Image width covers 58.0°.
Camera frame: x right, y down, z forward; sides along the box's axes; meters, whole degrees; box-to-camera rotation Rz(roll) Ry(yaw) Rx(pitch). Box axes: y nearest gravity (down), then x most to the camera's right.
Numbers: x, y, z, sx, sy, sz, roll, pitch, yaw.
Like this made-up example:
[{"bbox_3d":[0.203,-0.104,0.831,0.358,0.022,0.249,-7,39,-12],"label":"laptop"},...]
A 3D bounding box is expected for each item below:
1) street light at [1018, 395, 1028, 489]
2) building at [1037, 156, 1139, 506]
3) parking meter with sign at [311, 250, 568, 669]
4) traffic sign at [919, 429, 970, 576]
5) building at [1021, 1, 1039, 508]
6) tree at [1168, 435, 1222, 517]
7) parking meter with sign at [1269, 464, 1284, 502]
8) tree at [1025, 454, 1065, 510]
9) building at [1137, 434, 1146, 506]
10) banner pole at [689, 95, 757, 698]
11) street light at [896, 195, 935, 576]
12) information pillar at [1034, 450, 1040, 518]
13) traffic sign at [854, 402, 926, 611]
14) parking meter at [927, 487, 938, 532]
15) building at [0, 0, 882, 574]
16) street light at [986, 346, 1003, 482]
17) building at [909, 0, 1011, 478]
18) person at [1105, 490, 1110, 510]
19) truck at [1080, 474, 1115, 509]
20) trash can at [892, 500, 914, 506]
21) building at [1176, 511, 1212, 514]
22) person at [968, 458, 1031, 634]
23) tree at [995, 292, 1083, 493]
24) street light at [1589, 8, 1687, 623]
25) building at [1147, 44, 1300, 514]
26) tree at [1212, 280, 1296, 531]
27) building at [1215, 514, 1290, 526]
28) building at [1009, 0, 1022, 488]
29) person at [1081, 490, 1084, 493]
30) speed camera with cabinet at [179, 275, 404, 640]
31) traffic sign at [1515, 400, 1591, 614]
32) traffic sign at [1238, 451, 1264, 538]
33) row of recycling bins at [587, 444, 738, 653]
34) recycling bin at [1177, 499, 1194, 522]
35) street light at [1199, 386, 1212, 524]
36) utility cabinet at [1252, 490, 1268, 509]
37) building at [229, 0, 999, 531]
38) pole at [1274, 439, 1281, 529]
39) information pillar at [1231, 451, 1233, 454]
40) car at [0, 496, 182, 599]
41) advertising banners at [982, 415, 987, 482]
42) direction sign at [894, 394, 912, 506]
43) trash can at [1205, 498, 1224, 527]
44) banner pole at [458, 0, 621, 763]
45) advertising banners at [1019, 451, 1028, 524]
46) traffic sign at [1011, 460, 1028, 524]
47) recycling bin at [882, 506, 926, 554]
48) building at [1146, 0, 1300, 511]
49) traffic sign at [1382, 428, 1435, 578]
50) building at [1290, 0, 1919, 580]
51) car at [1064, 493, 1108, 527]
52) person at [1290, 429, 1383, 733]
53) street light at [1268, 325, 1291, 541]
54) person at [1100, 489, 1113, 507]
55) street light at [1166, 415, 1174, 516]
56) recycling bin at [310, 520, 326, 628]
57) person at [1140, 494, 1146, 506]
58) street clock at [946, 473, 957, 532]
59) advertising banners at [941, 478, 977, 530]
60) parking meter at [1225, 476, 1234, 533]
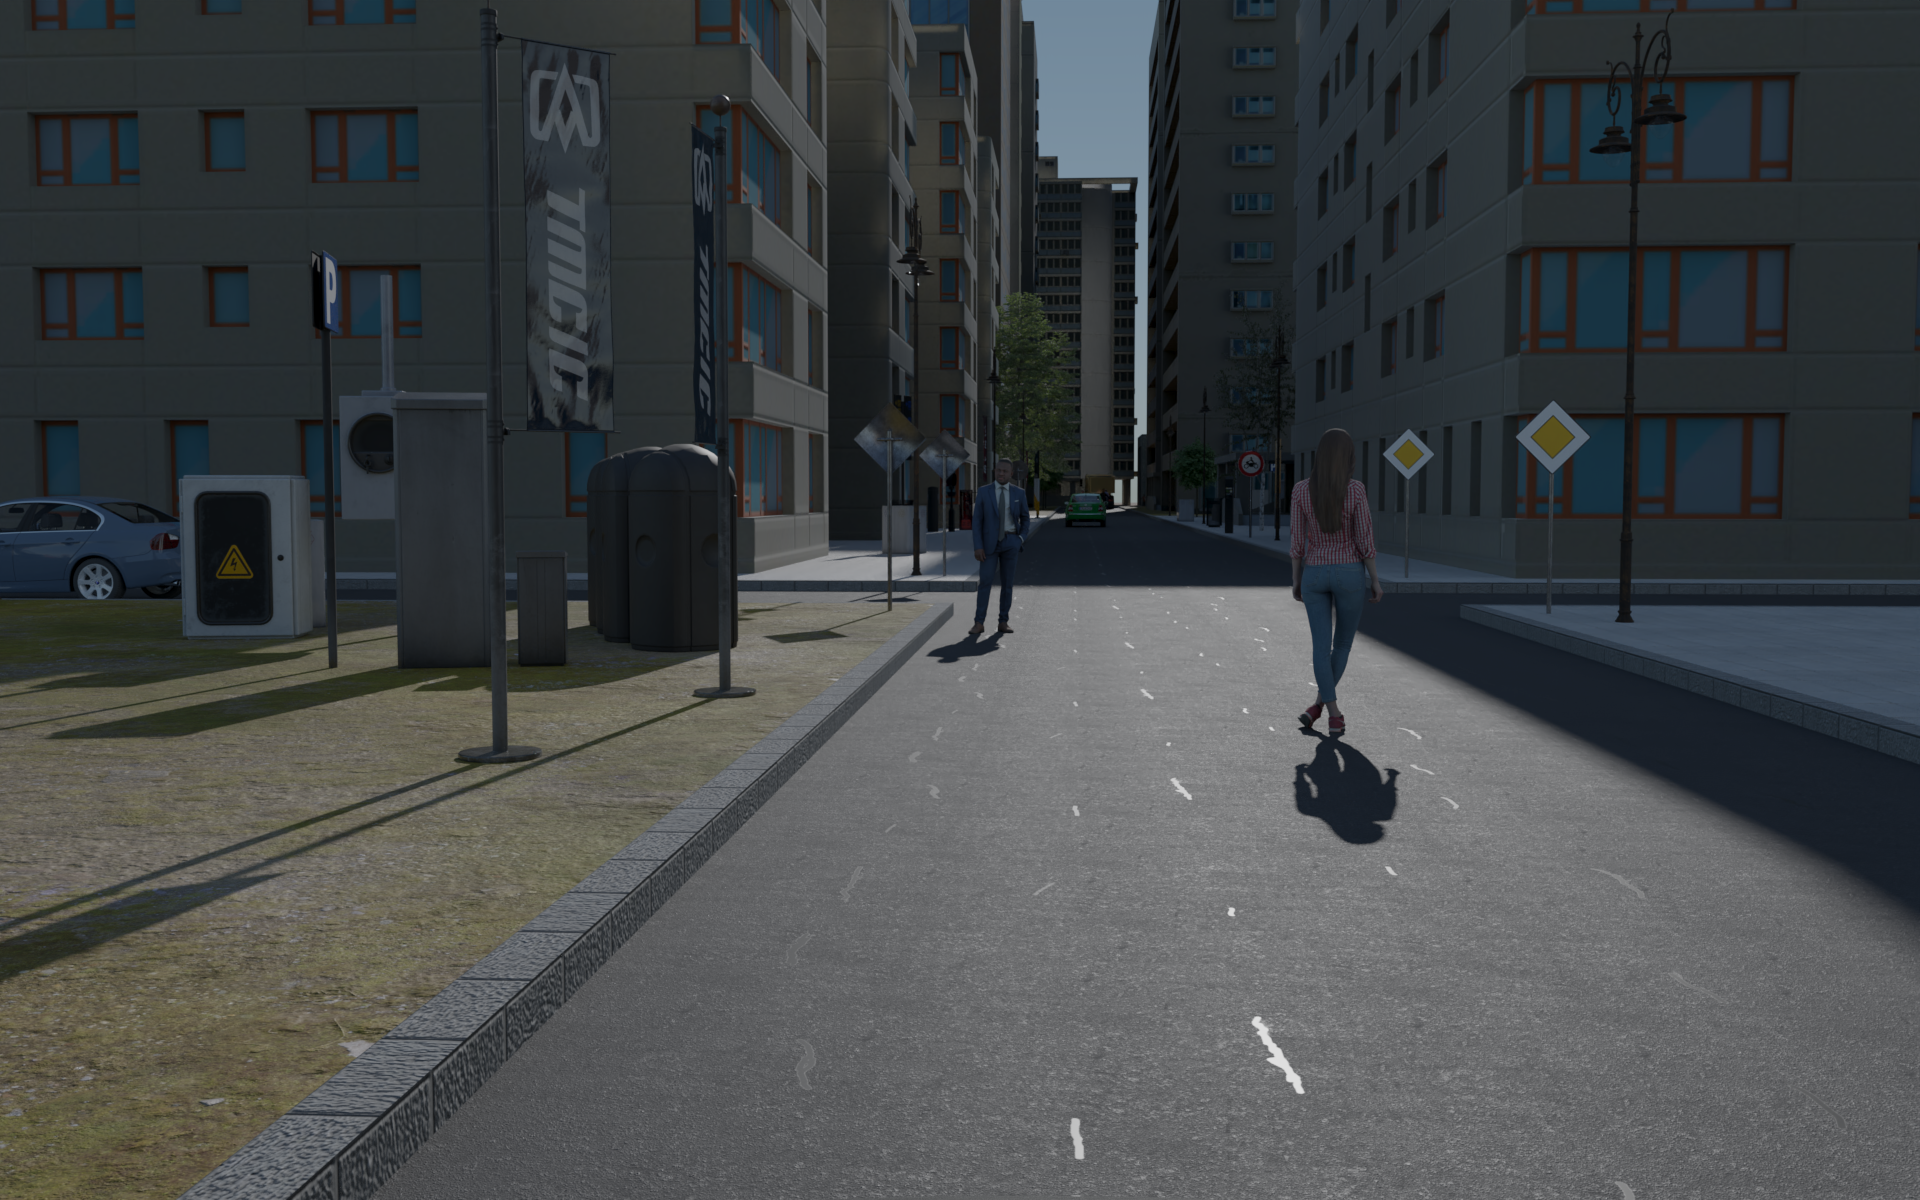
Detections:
[{"bbox_3d":[2.966,-6.623,81.081,0.468,5.910,1.993,0,4,4],"label":"street light"},{"bbox_3d":[8.596,-31.194,201.908,23.993,40.220,32.217,0,4,4],"label":"building"},{"bbox_3d":[-3.817,-1.014,12.845,1.738,3.016,0.543,-1,4,-10],"label":"parking meter with sign"},{"bbox_3d":[-0.240,-1.426,26.962,0.795,2.450,0.064,0,4,4],"label":"traffic sign"},{"bbox_3d":[-3.333,-33.203,166.572,21.600,48.544,21.300,0,4,4],"label":"building"},{"bbox_3d":[13.089,-6.880,96.200,4.285,4.588,4.351,0,3,0],"label":"tree"},{"bbox_3d":[17.049,-5.778,90.729,0.543,3.016,1.738,-3,5,-44],"label":"parking meter with sign"},{"bbox_3d":[7.521,-10.237,151.083,4.285,4.588,4.351,0,3,0],"label":"tree"},{"bbox_3d":[35.687,-53.872,193.483,31.000,86.520,22.319,0,4,4],"label":"building"},{"bbox_3d":[-1.536,-1.268,10.746,0.401,3.779,0.863,0,4,8],"label":"banner pole"},{"bbox_3d":[-0.688,-3.326,27.163,0.468,5.910,1.993,0,4,4],"label":"street light"},{"bbox_3d":[4.097,-6.168,92.202,0.183,3.616,0.504,-1,4,-22],"label":"information pillar"},{"bbox_3d":[-0.769,-0.939,18.994,0.795,2.450,0.064,0,4,4],"label":"traffic sign"},{"bbox_3d":[-0.916,-3.075,58.686,0.372,1.533,0.369,0,3,0],"label":"parking meter"},{"bbox_3d":[-16.151,-12.081,42.566,27.650,21.520,28.899,0,4,4],"label":"building"},{"bbox_3d":[1.085,-4.992,54.412,0.468,5.910,1.993,0,4,4],"label":"street light"},{"bbox_3d":[-4.012,-28.067,109.010,14.600,45.320,14.200,0,4,4],"label":"building"},{"bbox_3d":[13.133,-8.974,155.094,0.709,1.838,0.599,2,4,29],"label":"person"},{"bbox_3d":[13.374,-10.433,166.503,3.469,3.379,9.791,0,4,2],"label":"truck"},{"bbox_3d":[-1.500,-1.989,44.179,0.748,1.137,0.748,0,3,0],"label":"trash can"},{"bbox_3d":[25.143,-30.264,118.521,21.300,48.544,21.600,0,4,4],"label":"building"},{"bbox_3d":[0.391,-0.567,17.951,0.721,1.800,0.419,-1,4,-15],"label":"person"},{"bbox_3d":[3.125,-10.996,97.914,7.486,12.596,7.792,0,3,0],"label":"tree"},{"bbox_3d":[6.650,-2.714,17.154,0.468,5.910,1.993,0,4,4],"label":"street light"},{"bbox_3d":[31.836,-27.494,141.412,32.217,40.220,23.993,0,4,4],"label":"building"},{"bbox_3d":[10.595,-6.736,60.492,4.360,8.622,3.978,0,3,0],"label":"tree"},{"bbox_3d":[27.843,-23.432,75.002,32.217,40.220,23.993,0,4,4],"label":"building"},{"bbox_3d":[-2.868,-26.888,123.206,14.154,41.232,14.086,0,4,4],"label":"building"},{"bbox_3d":[8.583,-6.858,121.562,0.756,1.711,0.436,-2,4,-31],"label":"person"},{"bbox_3d":[-5.851,-1.294,15.496,2.038,3.252,0.660,0,4,-7],"label":"speed camera with cabinet"},{"bbox_3d":[6.309,-0.909,18.506,0.795,2.450,0.064,0,4,4],"label":"traffic sign"},{"bbox_3d":[8.557,-3.111,50.973,0.768,2.556,0.104,0,4,5],"label":"traffic sign"},{"bbox_3d":[-2.783,-0.521,15.638,1.069,1.692,3.534,-1,4,-19],"label":"row of recycling bins"},{"bbox_3d":[10.561,-4.194,81.121,0.722,1.027,0.722,0,4,-2],"label":"recycling bin"},{"bbox_3d":[10.460,-6.198,74.128,0.468,5.910,1.993,0,4,4],"label":"street light"},{"bbox_3d":[15.501,-5.001,90.444,1.173,1.500,0.318,-1,4,-18],"label":"utility cabinet"},{"bbox_3d":[-12.680,-14.325,79.247,27.650,21.520,28.899,0,4,4],"label":"building"},{"bbox_3d":[11.739,-4.289,63.972,0.158,3.312,0.155,0,3,0],"label":"pole"},{"bbox_3d":[14.857,-6.251,93.552,0.504,3.616,0.183,1,4,12],"label":"information pillar"},{"bbox_3d":[-12.204,-0.673,23.009,4.499,1.417,2.014,0,4,5],"label":"car"},{"bbox_3d":[0.699,-2.643,39.401,0.090,3.025,2.074,1,4,11],"label":"advertising banners"},{"bbox_3d":[-1.313,-2.921,39.760,0.379,3.537,0.876,2,4,24],"label":"direction sign"},{"bbox_3d":[9.804,-3.371,66.765,0.748,1.137,0.748,0,3,0],"label":"trash can"},{"bbox_3d":[-2.058,-1.129,8.476,0.863,3.779,0.401,-3,4,-37],"label":"banner pole"},{"bbox_3d":[2.618,-4.582,71.106,0.090,3.025,2.074,0,4,-6],"label":"advertising banners"},{"bbox_3d":[2.185,-3.985,65.259,0.768,2.556,0.104,1,4,13],"label":"traffic sign"},{"bbox_3d":[-1.202,-1.521,37.415,0.722,1.027,0.722,2,4,33],"label":"recycling bin"},{"bbox_3d":[28.914,-33.055,164.154,21.300,48.544,21.600,0,4,4],"label":"building"},{"bbox_3d":[6.837,-1.396,26.474,0.795,2.450,0.064,0,4,4],"label":"traffic sign"},{"bbox_3d":[23.756,-11.828,38.427,28.899,21.520,27.650,0,4,4],"label":"building"},{"bbox_3d":[5.571,-4.143,76.540,1.959,1.807,4.718,0,4,5],"label":"car"},{"bbox_3d":[2.270,-0.119,10.448,0.555,1.821,0.388,1,4,10],"label":"person"},{"bbox_3d":[8.757,-4.577,47.616,0.468,5.910,1.993,0,4,4],"label":"street light"},{"bbox_3d":[10.071,-6.902,121.371,1.348,1.821,0.705,-1,4,-23],"label":"person"},{"bbox_3d":[12.262,-7.844,101.038,0.468,5.910,1.993,0,4,4],"label":"street light"},{"bbox_3d":[-6.569,-0.259,16.791,0.722,1.027,0.722,-2,4,-25],"label":"recycling bin"},{"bbox_3d":[19.408,-10.444,182.517,1.065,1.426,0.557,-2,4,-32],"label":"person"},{"bbox_3d":[-0.286,-3.318,58.813,0.358,2.002,0.471,1,4,18],"label":"street clock"},{"bbox_3d":[0.244,-3.997,61.540,2.074,3.025,0.090,0,4,-1],"label":"advertising banners"},{"bbox_3d":[8.784,-3.107,56.503,0.255,1.863,0.399,1,4,14],"label":"parking meter"}]
